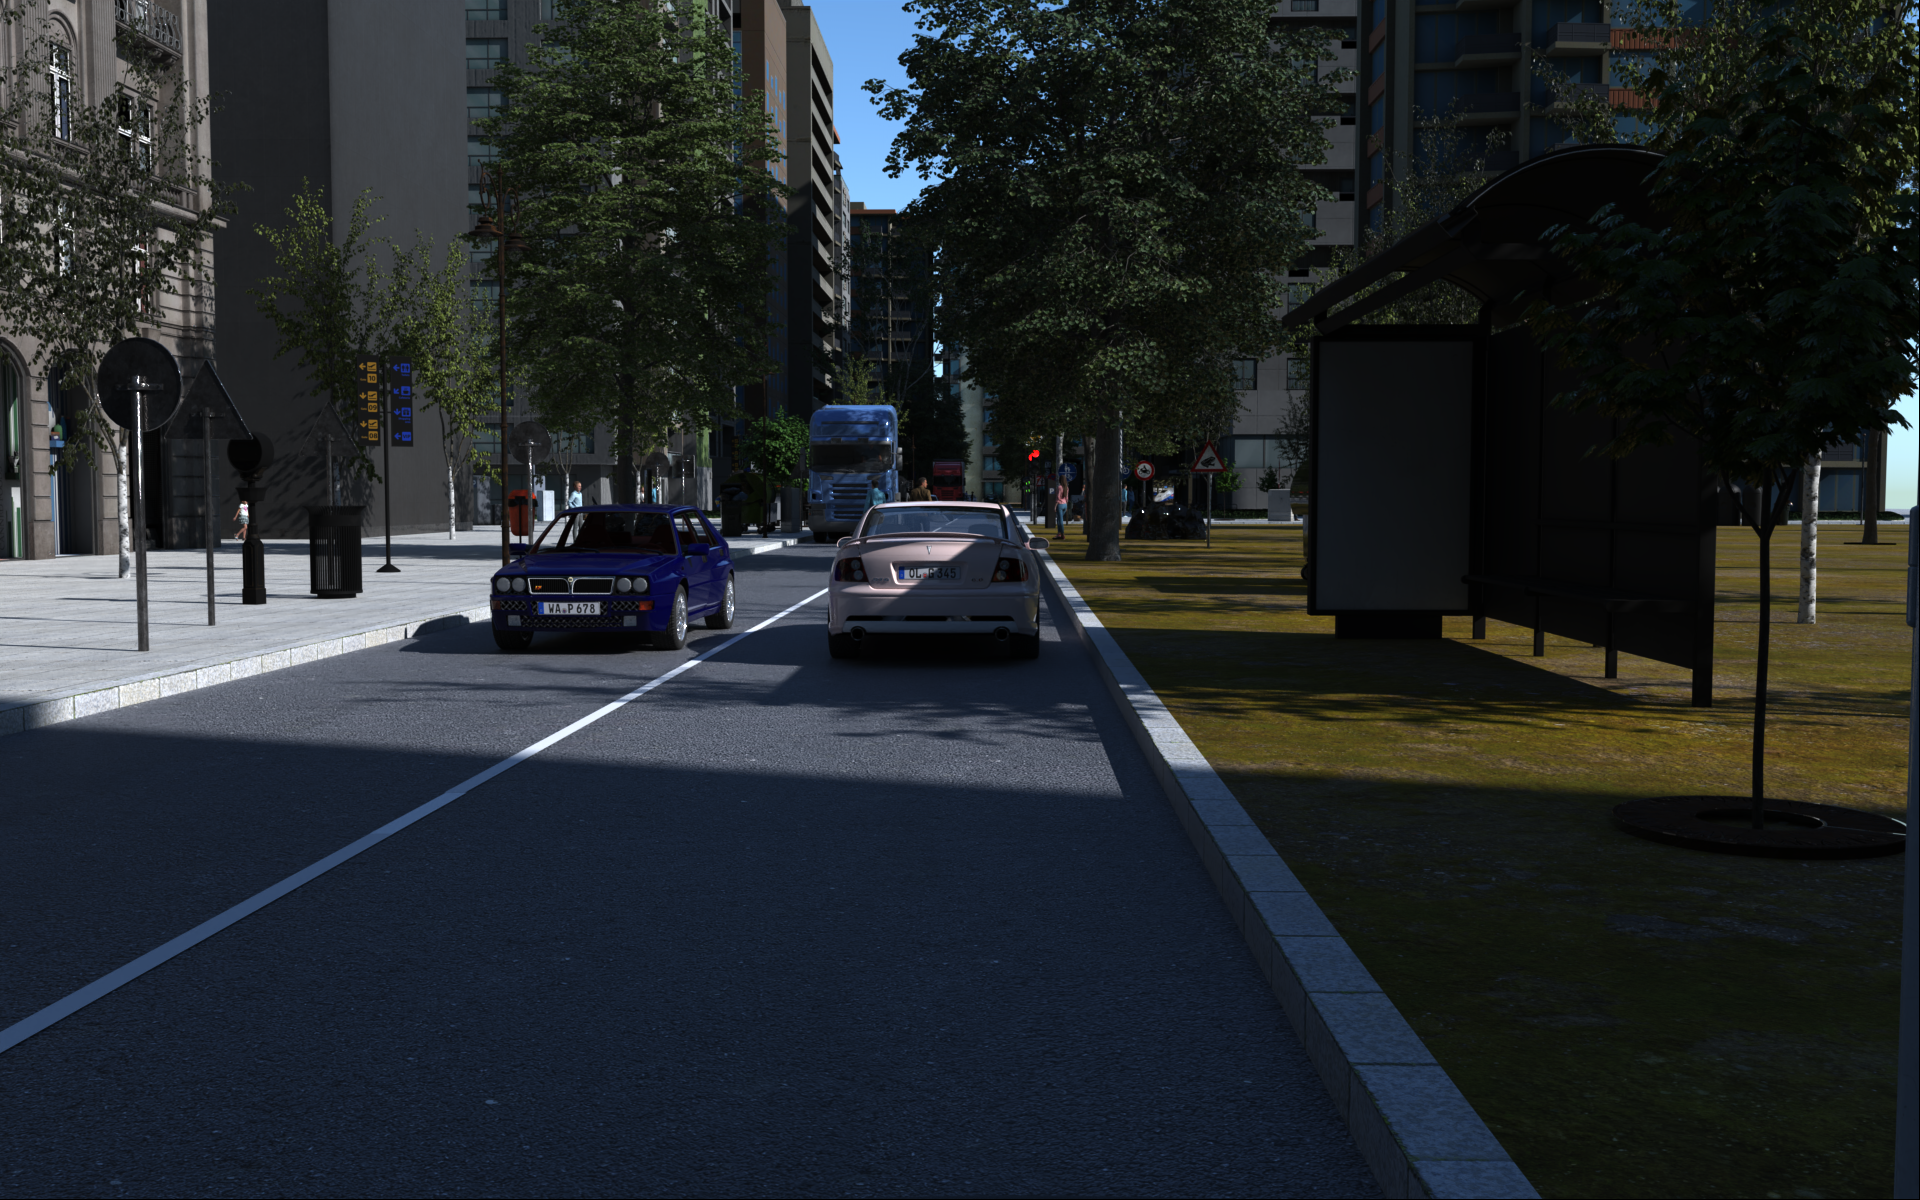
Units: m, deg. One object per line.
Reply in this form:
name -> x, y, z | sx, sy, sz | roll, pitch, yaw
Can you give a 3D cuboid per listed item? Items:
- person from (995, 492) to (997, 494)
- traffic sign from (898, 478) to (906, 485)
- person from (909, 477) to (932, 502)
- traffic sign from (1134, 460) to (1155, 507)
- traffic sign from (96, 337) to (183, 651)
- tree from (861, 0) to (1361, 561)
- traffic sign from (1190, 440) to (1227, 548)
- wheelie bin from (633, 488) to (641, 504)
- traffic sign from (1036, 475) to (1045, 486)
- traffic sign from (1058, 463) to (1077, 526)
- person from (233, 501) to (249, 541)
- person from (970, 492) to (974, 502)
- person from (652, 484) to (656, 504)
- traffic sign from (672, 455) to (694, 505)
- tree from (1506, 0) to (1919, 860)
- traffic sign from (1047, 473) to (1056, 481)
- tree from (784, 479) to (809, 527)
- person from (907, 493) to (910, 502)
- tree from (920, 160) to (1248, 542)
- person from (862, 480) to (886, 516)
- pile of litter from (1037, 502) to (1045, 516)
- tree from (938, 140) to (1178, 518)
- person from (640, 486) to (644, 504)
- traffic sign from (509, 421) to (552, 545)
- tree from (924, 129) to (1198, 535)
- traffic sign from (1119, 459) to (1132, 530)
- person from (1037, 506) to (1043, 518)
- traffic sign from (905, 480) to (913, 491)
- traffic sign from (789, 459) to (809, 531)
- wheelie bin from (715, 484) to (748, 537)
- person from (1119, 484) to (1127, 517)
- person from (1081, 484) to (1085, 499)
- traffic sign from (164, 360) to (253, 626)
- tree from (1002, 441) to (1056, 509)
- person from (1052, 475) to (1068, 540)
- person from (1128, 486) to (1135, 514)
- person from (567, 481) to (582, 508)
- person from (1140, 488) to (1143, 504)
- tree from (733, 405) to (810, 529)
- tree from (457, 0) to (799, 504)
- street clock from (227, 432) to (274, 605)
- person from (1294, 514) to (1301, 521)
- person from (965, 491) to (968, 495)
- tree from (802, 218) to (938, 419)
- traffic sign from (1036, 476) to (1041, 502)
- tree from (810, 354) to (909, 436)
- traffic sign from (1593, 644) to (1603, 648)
person -> 4.382, -12.637, 215.844 | 0.721, 1.736, 1.217 | 1, 4, 19
traffic sign -> -4.480, -8.196, 134.114 | 0.768, 2.556, 0.104 | 0, 4, 6
person -> -0.905, -2.062, 42.118 | 0.656, 1.842, 0.836 | -1, 4, -14
traffic sign -> 6.993, -4.013, 65.721 | 0.768, 2.556, 0.104 | 0, 4, 7
traffic sign -> -6.669, -0.854, 14.071 | 0.768, 2.556, 0.104 | 1, 4, 10
tree -> 2.763, -7.738, 33.176 | 9.857, 13.997, 8.962 | 0, 3, 0
traffic sign -> 5.960, -2.537, 41.491 | 0.884, 2.594, 0.081 | 1, 4, 11
wheelie bin -> -15.831, -4.667, 84.212 | 0.693, 1.594, 0.980 | -1, 4, -18
traffic sign -> 5.324, -6.872, 112.367 | 0.884, 2.594, 0.081 | 0, 4, 2
traffic sign -> 4.358, -4.299, 70.402 | 0.768, 2.556, 0.104 | 0, 4, 4
person -> -19.777, -2.245, 47.759 | 0.382, 1.210, 0.505 | 0, 4, 7
person -> 1.340, -11.758, 201.560 | 0.721, 1.723, 1.217 | 0, 4, -7
person -> -15.331, -4.961, 87.174 | 0.620, 1.820, 0.660 | 3, 4, 36
traffic sign -> -7.263, -2.649, 45.446 | 0.606, 2.300, 0.079 | 1, 4, 11
tree -> 2.907, -0.730, 6.541 | 1.663, 3.219, 1.824 | 0, 3, 0
traffic sign -> 5.730, -6.520, 106.703 | 0.768, 2.556, 0.104 | 1, 4, 9
tree -> -6.150, -4.432, 67.065 | 1.663, 3.219, 1.824 | 0, 3, 0
person -> -2.778, -4.624, 84.503 | 0.661, 1.777, 0.834 | -1, 4, -23
tree -> 3.550, -6.824, 45.983 | 8.767, 10.594, 7.601 | 0, 4, 4
person -> -2.280, -2.341, 46.800 | 0.660, 1.820, 0.620 | -3, 4, -38
pile of litter -> 4.674, -5.264, 100.029 | 1.176, 0.858, 1.719 | -3, 5, -44
tree -> 6.466, -14.432, 91.854 | 12.611, 20.169, 13.585 | 0, 3, 0
person -> -14.107, -4.197, 77.321 | 0.583, 1.804, 0.606 | 3, 4, 38
traffic sign -> -7.494, -1.840, 30.187 | 0.768, 2.556, 0.104 | 0, 4, 5
tree -> 3.684, -8.350, 54.650 | 7.486, 12.596, 7.792 | 0, 3, 0
traffic sign -> 5.707, -3.752, 61.454 | 0.768, 2.556, 0.104 | 1, 4, 11
person -> 4.704, -5.391, 94.402 | 1.509, 1.804, 0.699 | -1, 4, -18
traffic sign -> -3.817, -7.740, 128.677 | 0.606, 2.300, 0.079 | 1, 4, 10
traffic sign -> -5.483, -3.657, 59.804 | 0.884, 2.594, 0.081 | 0, 4, 6
wheelie bin -> -6.873, -2.709, 52.207 | 0.980, 1.594, 0.693 | -1, 4, -11
person -> 9.000, -5.506, 96.093 | 0.620, 1.820, 0.660 | -3, 5, -39
person -> 6.856, -5.350, 93.702 | 0.592, 1.802, 0.473 | 2, 4, 29
traffic sign -> -7.297, -1.028, 16.815 | 0.884, 2.594, 0.081 | 0, 4, 4
tree -> 6.412, -12.199, 149.817 | 4.360, 8.622, 3.978 | 0, 3, 0
person -> 2.843, -2.604, 48.628 | 0.388, 1.821, 0.555 | 2, 4, 29
person -> 10.991, -6.427, 111.396 | 0.793, 1.790, 0.793 | -1, 4, -9
person -> -9.597, -2.175, 43.416 | 0.330, 1.601, 0.589 | 2, 4, 27
person -> 14.018, -7.770, 133.419 | 0.374, 1.781, 0.599 | 0, 4, 6
tree -> -6.603, -4.898, 63.796 | 4.285, 4.588, 4.351 | 0, 3, 0
tree -> -7.089, -7.294, 37.383 | 7.486, 12.596, 7.792 | 0, 3, 0
street clock -> -8.218, -0.951, 20.114 | 0.471, 2.002, 0.358 | 1, 4, 14
person -> 16.045, -4.692, 82.937 | 0.590, 1.801, 0.661 | 2, 4, 34
person -> 0.933, -13.507, 229.209 | 0.599, 1.838, 0.709 | -3, 5, -44
tree -> -4.595, -16.027, 117.929 | 12.611, 20.169, 13.585 | 0, 3, 0
traffic sign -> 5.473, -7.341, 120.126 | 0.768, 2.556, 0.104 | 0, 4, 3
tree -> -4.985, -8.560, 90.322 | 4.737, 8.622, 4.395 | 0, 3, 0
traffic sign -> 5.337, -0.875, 14.409 | 0.768, 2.556, 0.104 | 0, 4, 3
